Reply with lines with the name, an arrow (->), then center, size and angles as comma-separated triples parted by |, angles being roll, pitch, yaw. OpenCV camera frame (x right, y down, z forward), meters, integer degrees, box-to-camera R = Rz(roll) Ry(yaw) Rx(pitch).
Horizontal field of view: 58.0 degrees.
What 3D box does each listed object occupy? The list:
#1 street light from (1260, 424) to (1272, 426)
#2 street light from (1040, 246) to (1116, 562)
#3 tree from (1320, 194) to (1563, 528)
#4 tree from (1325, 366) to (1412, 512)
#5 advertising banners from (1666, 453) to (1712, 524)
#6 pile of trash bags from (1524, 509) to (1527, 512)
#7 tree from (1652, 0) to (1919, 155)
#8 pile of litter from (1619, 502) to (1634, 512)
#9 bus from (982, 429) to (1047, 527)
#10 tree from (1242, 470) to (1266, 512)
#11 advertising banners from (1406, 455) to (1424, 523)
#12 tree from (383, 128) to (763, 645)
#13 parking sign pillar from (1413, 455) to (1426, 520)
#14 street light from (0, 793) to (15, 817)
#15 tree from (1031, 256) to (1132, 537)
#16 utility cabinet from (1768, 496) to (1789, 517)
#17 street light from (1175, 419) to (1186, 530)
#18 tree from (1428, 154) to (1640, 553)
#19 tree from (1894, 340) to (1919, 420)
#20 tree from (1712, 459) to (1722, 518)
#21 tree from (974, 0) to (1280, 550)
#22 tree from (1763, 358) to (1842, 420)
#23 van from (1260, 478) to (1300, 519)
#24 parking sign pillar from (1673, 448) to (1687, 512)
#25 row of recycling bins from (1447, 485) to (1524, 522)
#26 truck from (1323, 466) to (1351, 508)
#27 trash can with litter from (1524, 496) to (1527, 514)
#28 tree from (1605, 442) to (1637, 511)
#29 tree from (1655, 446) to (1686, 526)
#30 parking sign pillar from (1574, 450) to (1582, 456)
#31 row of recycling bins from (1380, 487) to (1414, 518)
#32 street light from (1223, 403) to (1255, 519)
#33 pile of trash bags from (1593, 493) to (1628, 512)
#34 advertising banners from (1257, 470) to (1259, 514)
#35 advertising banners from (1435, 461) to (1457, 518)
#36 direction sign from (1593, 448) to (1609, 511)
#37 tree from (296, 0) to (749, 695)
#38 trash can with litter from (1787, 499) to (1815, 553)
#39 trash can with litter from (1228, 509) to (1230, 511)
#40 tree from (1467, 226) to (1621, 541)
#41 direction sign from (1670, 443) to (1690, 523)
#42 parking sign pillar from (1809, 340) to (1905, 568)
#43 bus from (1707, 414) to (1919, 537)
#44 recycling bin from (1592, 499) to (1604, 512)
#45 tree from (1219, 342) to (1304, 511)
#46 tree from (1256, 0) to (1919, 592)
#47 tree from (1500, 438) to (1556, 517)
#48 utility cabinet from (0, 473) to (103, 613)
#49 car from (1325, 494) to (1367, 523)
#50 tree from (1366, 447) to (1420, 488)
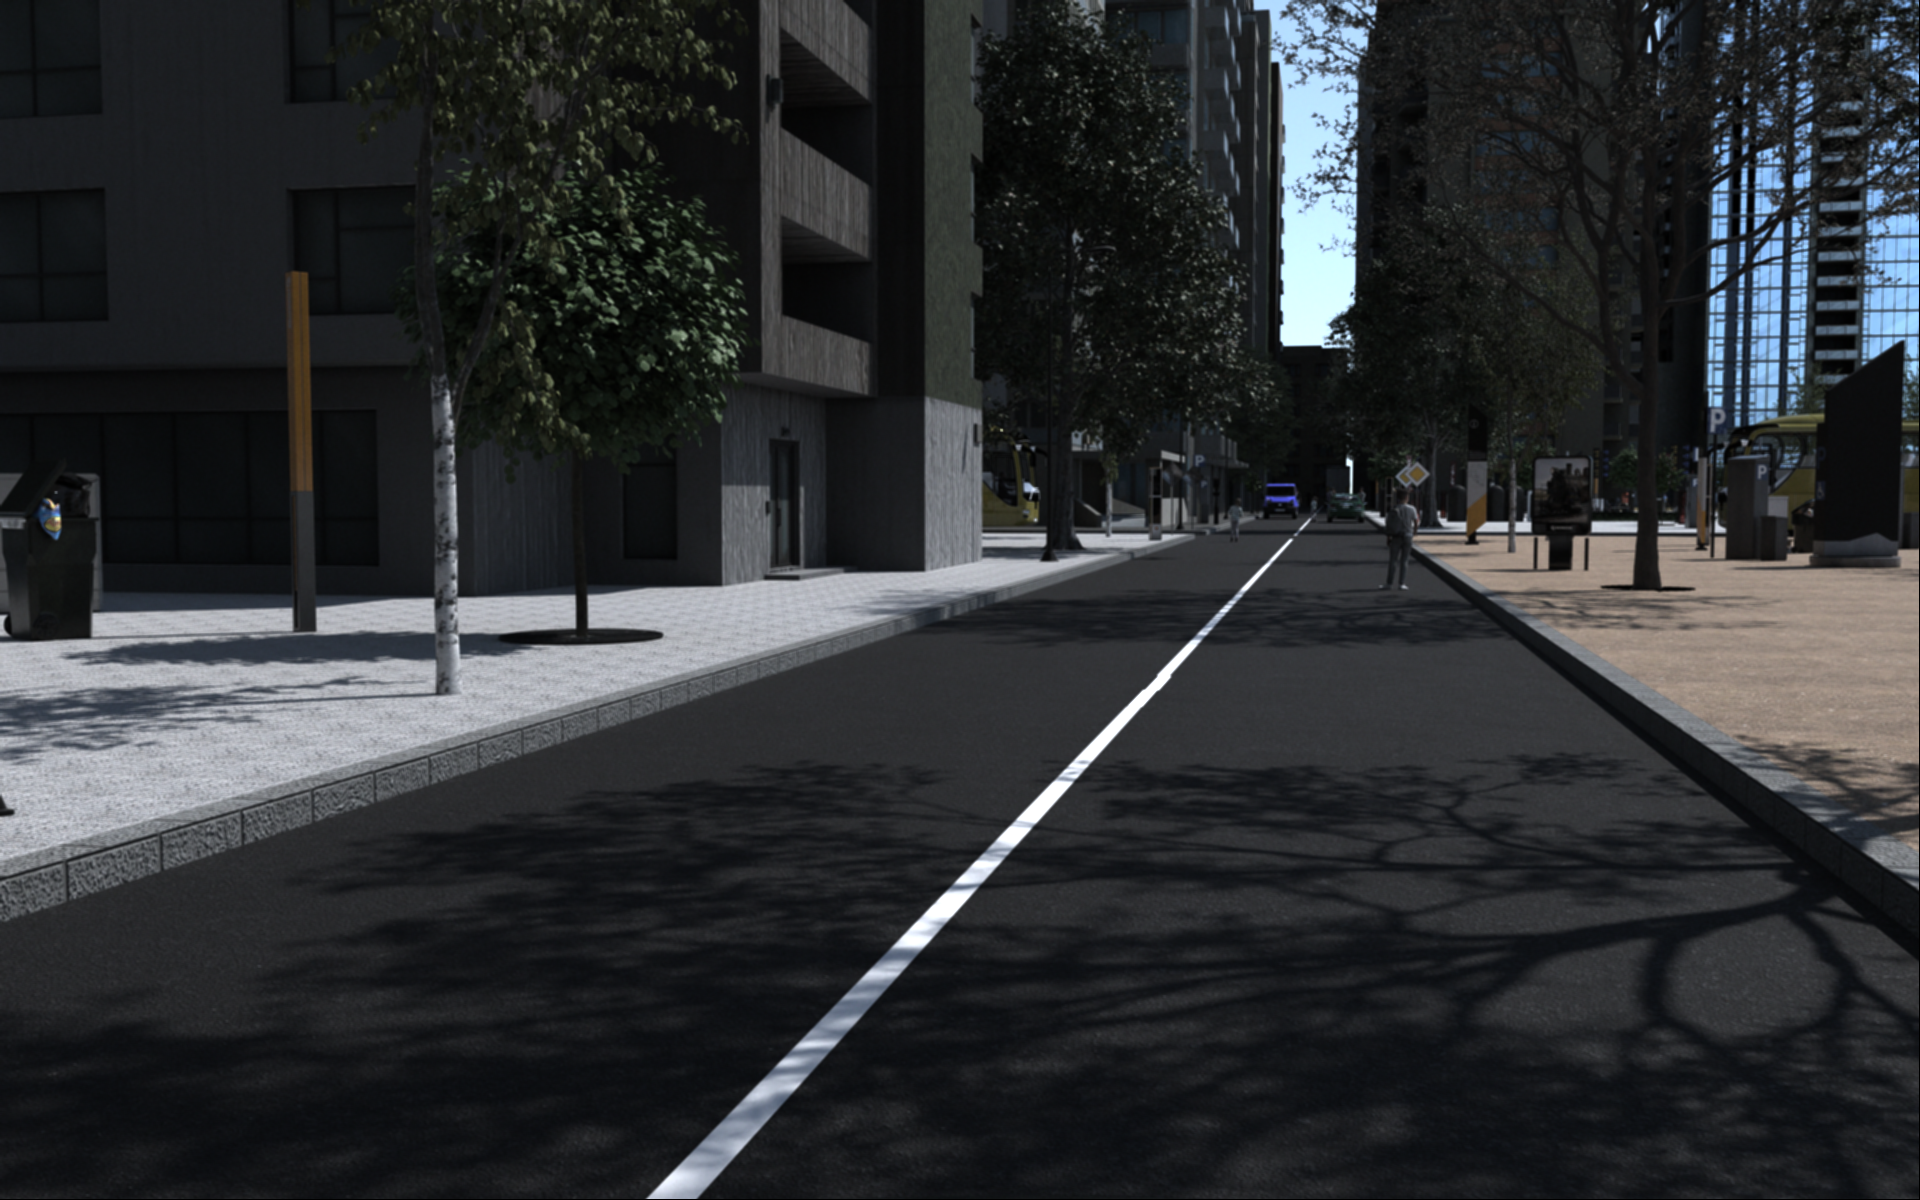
street light -> 19.944, -8.688, 114.589 | 1.470, 5.913, 1.316 | 1, 4, 12
street light -> 2.232, -3.682, 32.746 | 1.470, 5.913, 1.316 | 1, 4, 12
tree -> 18.082, -9.130, 66.288 | 9.611, 12.733, 9.660 | 0, 3, 0
tree -> 29.897, -12.088, 123.394 | 9.928, 11.665, 9.643 | 0, 3, 0
advertising banners -> 30.826, -4.731, 73.539 | 2.074, 3.025, 0.090 | 1, 4, 17
pile of trash bags -> 40.440, -6.842, 121.627 | 1.912, 1.369, 3.447 | 1, 4, 19
tree -> 5.193, -4.451, 7.179 | 8.767, 10.594, 7.601 | 3, 5, 43
pile of litter -> 34.927, -4.693, 90.698 | 1.176, 0.858, 1.719 | -2, 4, -29
bus -> -3.124, -4.214, 60.442 | 12.252, 3.916, 2.896 | 1, 4, 13
tree -> 21.173, -7.945, 124.508 | 1.663, 3.219, 1.824 | 0, 3, 0
advertising banners -> 20.423, -4.964, 77.357 | 0.090, 3.025, 2.074 | 3, 5, 44
tree -> -3.390, -1.936, 15.366 | 4.285, 4.588, 4.351 | 0, 3, 0
parking sign pillar -> 23.544, -6.079, 87.869 | 1.447, 3.967, 1.447 | -3, 5, -43
street light -> -3.443, -2.084, 6.618 | 1.470, 5.913, 1.316 | 1, 4, 12
tree -> 4.226, -6.188, 51.542 | 4.737, 8.622, 4.395 | 0, 3, 0
utility cabinet -> 21.577, -2.136, 46.080 | 1.020, 1.237, 0.306 | -2, 4, -30
street light -> 8.427, -5.457, 61.770 | 1.470, 5.913, 1.316 | 1, 4, 12
tree -> 12.274, -5.332, 37.545 | 4.360, 8.622, 3.978 | 0, 3, 0
tree -> 45.360, -8.070, 82.314 | 4.737, 8.622, 4.395 | 0, 3, 0
tree -> 41.365, -6.118, 94.639 | 1.663, 3.219, 1.824 | 0, 3, 0
tree -> 2.507, -7.501, 39.645 | 9.611, 12.733, 9.660 | 0, 3, 0
tree -> 46.083, -8.821, 94.584 | 4.737, 8.622, 4.395 | 0, 3, 0
van -> 18.621, -5.881, 100.530 | 2.240, 2.365, 5.245 | 1, 4, 11
parking sign pillar -> 42.203, -6.911, 101.464 | 1.447, 3.967, 1.447 | 1, 4, 10
row of recycling bins -> 24.449, -4.488, 80.497 | 3.534, 1.692, 1.069 | 0, 4, -4
truck -> 38.703, -11.556, 177.850 | 2.839, 4.237, 11.283 | 1, 4, 12
trash can with litter -> 38.506, -6.305, 114.146 | 1.678, 1.210, 2.233 | 0, 4, 2
tree -> 42.717, -7.719, 109.921 | 4.285, 4.588, 4.351 | 0, 3, 0
tree -> 28.602, -4.624, 70.199 | 1.663, 3.219, 1.824 | 0, 3, 0
parking sign pillar -> 37.604, -7.235, 106.762 | 1.447, 3.967, 1.447 | 0, 4, -6
row of recycling bins -> 24.383, -5.406, 95.497 | 3.534, 1.692, 1.069 | -3, 5, -40
street light -> 14.091, -7.056, 87.900 | 1.470, 5.913, 1.316 | 1, 4, 12
pile of trash bags -> 45.017, -6.730, 119.781 | 1.912, 1.369, 3.447 | -2, 4, -24
advertising banners -> 19.360, -7.111, 112.454 | 0.090, 3.025, 2.074 | 1, 4, 8
advertising banners -> 25.625, -5.846, 91.775 | 0.090, 3.025, 2.074 | -1, 4, -22
direction sign -> 31.482, -5.697, 85.148 | 0.876, 3.537, 0.379 | -1, 4, -15
tree -> -3.044, -3.701, 10.878 | 4.737, 8.622, 4.395 | 0, 3, 0
trash can with litter -> 18.245, -1.621, 37.883 | 0.624, 1.170, 1.055 | -3, 4, -36
trash can with litter -> 20.441, -7.587, 135.101 | 1.678, 1.210, 2.233 | -3, 5, -40
tree -> 16.237, -5.956, 47.744 | 4.737, 8.622, 4.395 | 0, 3, 0
direction sign -> 31.916, -5.191, 76.862 | 0.876, 3.537, 0.379 | 0, 4, -2
parking sign pillar -> 15.846, -2.574, 30.554 | 1.447, 3.967, 1.447 | 0, 4, 1
bus -> 29.581, -3.754, 52.927 | 12.252, 3.916, 2.896 | 1, 4, 12
recycling bin -> 33.865, -4.892, 92.532 | 0.722, 1.027, 0.722 | -3, 4, -36
tree -> 22.108, -12.943, 129.750 | 7.486, 12.596, 7.792 | 0, 3, 0
tree -> 9.051, -6.875, 22.782 | 12.009, 13.543, 11.850 | 0, 3, 0
tree -> 31.658, -6.897, 96.483 | 4.285, 4.588, 4.351 | 0, 3, 0
utility cabinet -> -9.924, -0.611, 18.671 | 1.173, 1.500, 0.318 | -1, 4, -19
car -> 19.543, -4.644, 87.734 | 2.131, 1.459, 4.920 | 1, 4, 12
tree -> 25.172, -7.077, 99.429 | 4.285, 4.588, 4.351 | 0, 3, 0
